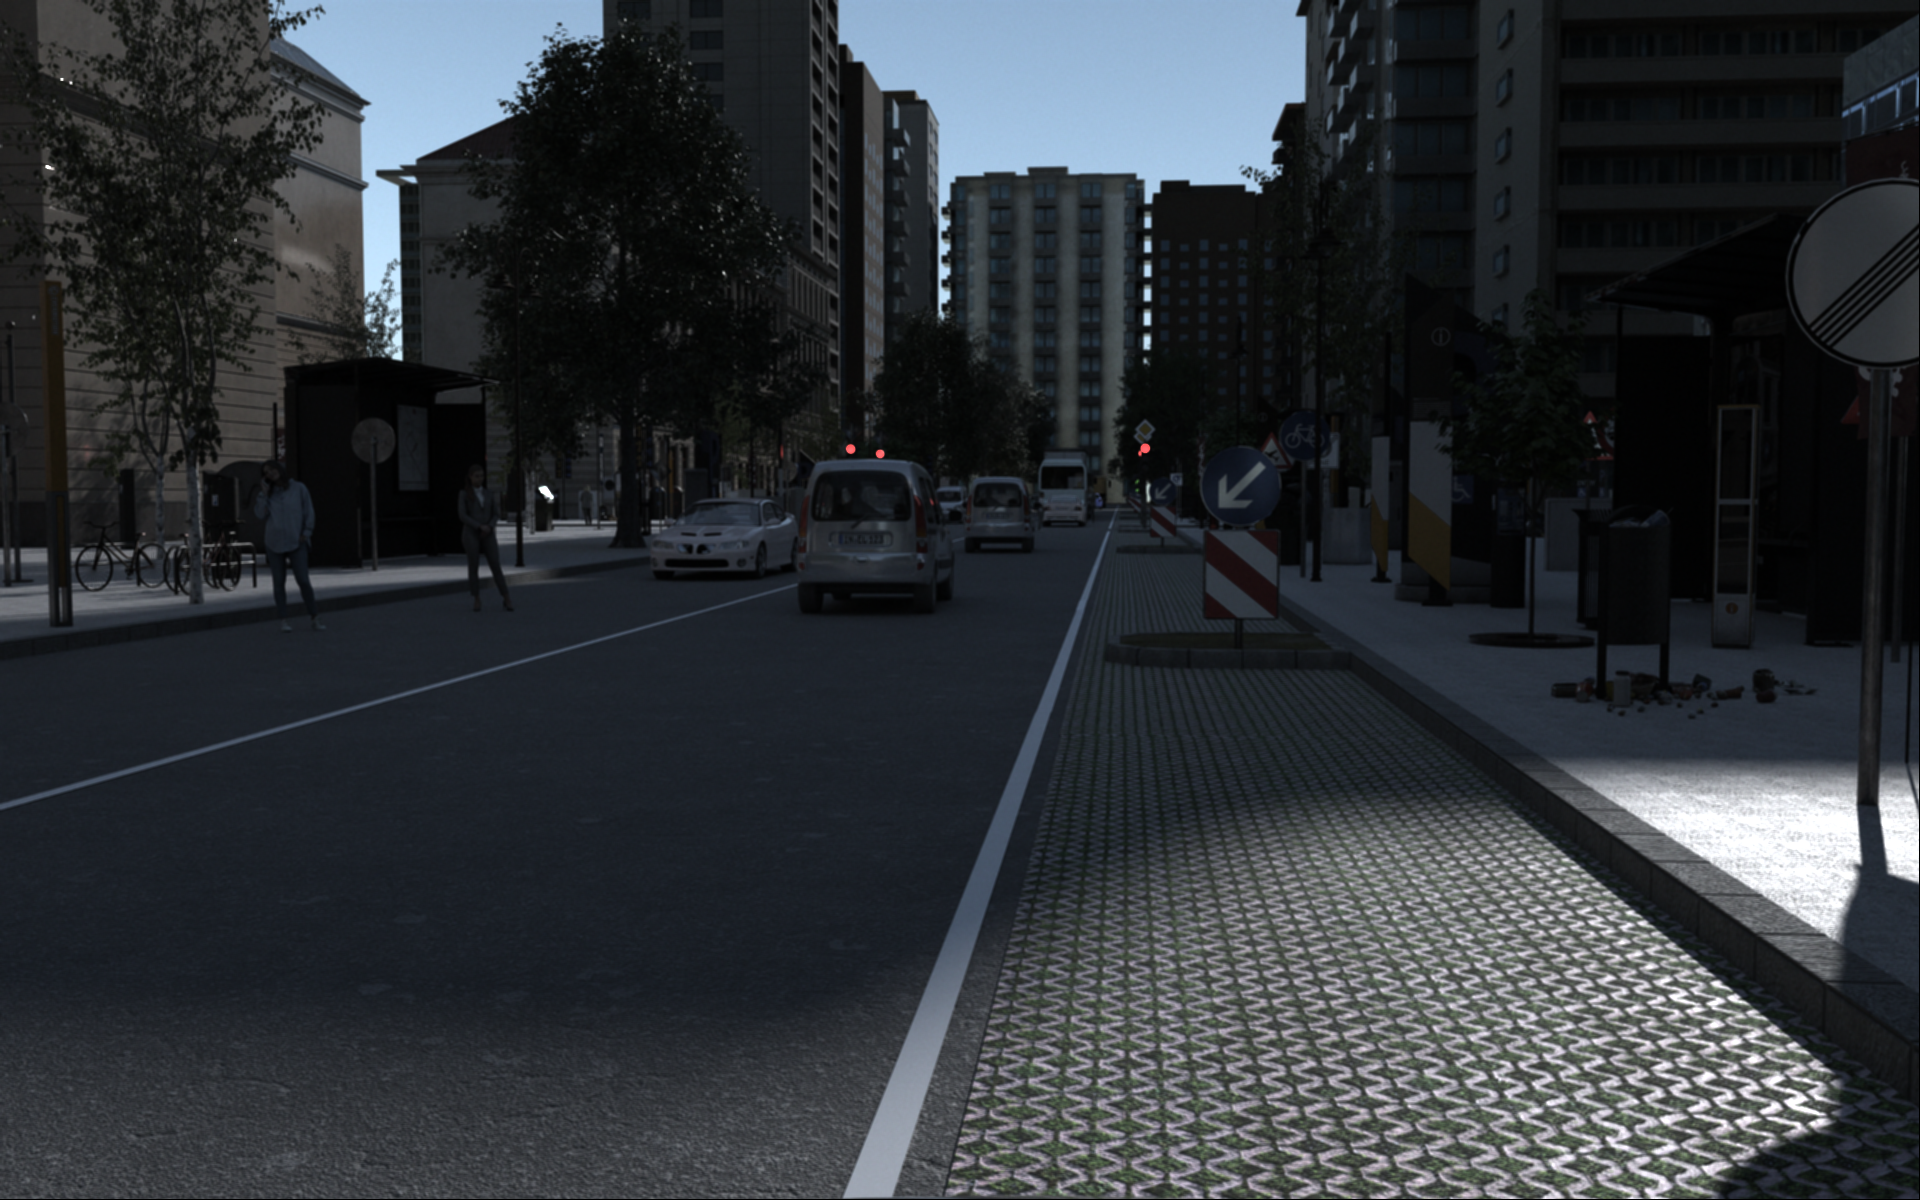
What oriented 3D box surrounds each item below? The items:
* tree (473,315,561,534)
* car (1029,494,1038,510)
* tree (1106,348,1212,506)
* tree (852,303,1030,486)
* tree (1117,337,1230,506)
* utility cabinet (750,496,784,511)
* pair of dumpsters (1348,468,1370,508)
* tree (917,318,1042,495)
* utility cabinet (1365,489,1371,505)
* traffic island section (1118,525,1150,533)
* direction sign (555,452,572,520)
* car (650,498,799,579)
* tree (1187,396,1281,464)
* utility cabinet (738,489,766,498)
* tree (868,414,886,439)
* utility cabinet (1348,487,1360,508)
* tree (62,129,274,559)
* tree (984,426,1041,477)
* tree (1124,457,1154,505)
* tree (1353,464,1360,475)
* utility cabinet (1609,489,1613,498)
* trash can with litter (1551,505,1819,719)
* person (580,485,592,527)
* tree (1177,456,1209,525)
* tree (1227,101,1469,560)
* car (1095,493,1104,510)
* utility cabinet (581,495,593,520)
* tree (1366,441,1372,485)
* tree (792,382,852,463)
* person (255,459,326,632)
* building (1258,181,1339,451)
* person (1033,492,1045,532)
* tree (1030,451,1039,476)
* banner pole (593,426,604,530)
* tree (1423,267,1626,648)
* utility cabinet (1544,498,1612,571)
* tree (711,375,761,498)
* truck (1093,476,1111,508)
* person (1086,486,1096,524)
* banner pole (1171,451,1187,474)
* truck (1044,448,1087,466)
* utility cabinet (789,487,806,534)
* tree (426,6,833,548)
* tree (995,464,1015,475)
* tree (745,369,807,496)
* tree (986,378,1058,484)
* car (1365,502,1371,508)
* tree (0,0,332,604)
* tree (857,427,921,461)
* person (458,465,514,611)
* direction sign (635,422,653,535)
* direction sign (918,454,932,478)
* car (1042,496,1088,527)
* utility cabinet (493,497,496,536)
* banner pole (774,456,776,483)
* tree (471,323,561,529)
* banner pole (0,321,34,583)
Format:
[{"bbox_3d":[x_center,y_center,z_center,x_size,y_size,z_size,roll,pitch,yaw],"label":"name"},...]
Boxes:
[{"bbox_3d":[-13.663,-6.421,55.353,4.737,8.622,4.395,0,3,0],"label":"tree"},{"bbox_3d":[6.254,-7.867,140.422,2.131,1.459,4.920,0,4,4],"label":"car"},{"bbox_3d":[15.873,-13.369,135.588,9.611,12.733,9.660,0,3,0],"label":"tree"},{"bbox_3d":[-1.905,-11.428,103.858,9.611,12.733,9.660,0,3,0],"label":"tree"},{"bbox_3d":[14.273,-11.643,116.112,9.928,11.665,9.643,0,3,0],"label":"tree"},{"bbox_3d":[-5.990,-2.608,53.803,1.020,1.237,0.306,-1,4,-21],"label":"utility cabinet"},{"bbox_3d":[12.768,-3.421,58.429,1.574,2.255,4.437,0,4,6],"label":"pair of dumpsters"},{"bbox_3d":[0.484,-12.830,120.132,12.009,13.543,11.850,0,3,0],"label":"tree"},{"bbox_3d":[19.018,-4.411,80.792,0.318,1.500,1.173,-1,4,-17],"label":"utility cabinet"},{"bbox_3d":[6.927,-2.599,64.772,2.009,0.180,2.903,0,4,5],"label":"traffic island section"},{"bbox_3d":[-19.734,-5.764,86.233,0.876,3.537,0.379,1,4,16],"label":"direction sign"},{"bbox_3d":[-4.078,-1.122,30.703,2.083,1.381,4.827,0,4,6],"label":"car"},{"bbox_3d":[9.354,-4.560,58.275,4.285,4.588,4.351,0,3,0],"label":"tree"},{"bbox_3d":[-8.943,-4.018,74.378,1.173,1.500,0.318,-1,4,-17],"label":"utility cabinet"},{"bbox_3d":[-5.691,-11.899,144.902,4.360,8.622,3.978,0,3,0],"label":"tree"},{"bbox_3d":[12.063,-2.800,54.453,1.173,1.500,0.318,-2,4,-35],"label":"utility cabinet"},{"bbox_3d":[-15.834,-5.132,34.267,4.737,8.622,4.395,0,3,0],"label":"tree"},{"bbox_3d":[6.767,-16.395,202.467,7.601,10.594,8.767,1,4,21],"label":"tree"},{"bbox_3d":[23.085,-16.852,209.937,7.601,10.594,8.767,0,4,-3],"label":"tree"},{"bbox_3d":[21.201,-6.052,93.558,1.663,3.219,1.824,0,3,0],"label":"tree"},{"bbox_3d":[30.934,-4.461,81.622,0.318,1.500,1.173,3,5,39],"label":"utility cabinet"},{"bbox_3d":[4.638,0.009,10.917,2.233,1.210,1.678,-1,4,-21],"label":"trash can with litter"},{"bbox_3d":[-15.567,-3.872,71.988,0.537,1.800,0.526,-2,4,-29],"label":"person"},{"bbox_3d":[10.845,-5.072,77.535,1.663,3.219,1.824,0,3,0],"label":"tree"},{"bbox_3d":[7.293,-5.064,33.163,4.737,8.622,4.395,0,3,0],"label":"tree"},{"bbox_3d":[12.296,-9.195,159.921,1.945,1.707,3.694,0,4,5],"label":"car"},{"bbox_3d":[-18.425,-4.543,85.440,0.306,1.237,1.020,-2,4,-29],"label":"utility cabinet"},{"bbox_3d":[21.629,-6.260,86.065,4.285,4.588,4.351,0,3,0],"label":"tree"},{"bbox_3d":[-8.913,-9.999,113.841,4.737,8.622,4.395,0,3,0],"label":"tree"},{"bbox_3d":[-6.996,-0.571,18.095,0.793,1.790,0.793,-3,5,-39],"label":"person"},{"bbox_3d":[49.287,-36.681,249.843,14.200,45.320,14.600,0,4,5],"label":"building"},{"bbox_3d":[3.051,-3.338,65.678,0.503,1.515,0.523,3,5,40],"label":"person"},{"bbox_3d":[1.992,-14.153,148.404,9.611,12.733,9.660,0,3,0],"label":"tree"},{"bbox_3d":[-13.059,-4.456,62.873,0.401,3.779,0.863,0,4,7],"label":"banner pole"},{"bbox_3d":[5.035,-1.240,14.868,1.663,3.219,1.824,0,3,0],"label":"tree"},{"bbox_3d":[10.289,-1.082,28.858,1.020,1.237,0.306,0,4,7],"label":"utility cabinet"},{"bbox_3d":[-13.073,-8.979,97.170,4.737,8.622,4.395,0,3,0],"label":"tree"},{"bbox_3d":[14.222,-11.488,183.754,3.469,3.379,9.791,0,4,6],"label":"truck"},{"bbox_3d":[6.303,-4.574,83.467,0.537,1.800,0.526,3,5,43],"label":"person"},{"bbox_3d":[12.818,-6.746,100.309,0.863,3.779,0.401,0,4,2],"label":"banner pole"},{"bbox_3d":[6.872,-7.477,111.158,2.839,4.237,11.283,0,4,5],"label":"truck"},{"bbox_3d":[-5.236,-2.855,55.362,0.318,1.500,1.173,-1,4,-15],"label":"utility cabinet"},{"bbox_3d":[-7.955,-7.603,41.314,9.611,12.733,9.660,0,3,0],"label":"tree"},{"bbox_3d":[4.434,-13.536,171.680,4.737,8.622,4.395,0,3,0],"label":"tree"},{"bbox_3d":[-11.112,-9.268,101.899,4.360,8.622,3.978,0,3,0],"label":"tree"},{"bbox_3d":[6.253,-17.328,189.966,9.857,13.997,8.962,0,3,0],"label":"tree"},{"bbox_3d":[16.489,-3.347,67.298,3.894,1.354,1.945,0,4,5],"label":"car"},{"bbox_3d":[-9.074,-4.247,19.801,4.360,8.622,3.978,0,3,0],"label":"tree"},{"bbox_3d":[-3.616,-6.203,85.126,4.285,4.588,4.351,0,3,0],"label":"tree"},{"bbox_3d":[-5.803,-0.759,21.176,0.573,1.790,0.520,3,4,37],"label":"person"},{"bbox_3d":[-9.917,-3.818,54.420,0.876,3.537,0.379,3,5,43],"label":"direction sign"},{"bbox_3d":[-1.962,-6.447,97.405,0.876,3.537,0.379,-2,4,-25],"label":"direction sign"},{"bbox_3d":[4.649,-3.962,77.145,2.083,1.381,4.827,0,4,5],"label":"car"},{"bbox_3d":[-13.972,-2.468,51.517,0.306,1.237,1.020,-1,4,-18],"label":"utility cabinet"},{"bbox_3d":[-12.108,-7.541,113.313,0.401,3.779,0.863,0,4,-4],"label":"banner pole"},{"bbox_3d":[-15.820,-6.958,64.131,4.360,8.622,3.978,0,3,0],"label":"tree"},{"bbox_3d":[-13.820,-2.135,24.920,0.401,3.779,0.863,2,4,24],"label":"banner pole"}]
